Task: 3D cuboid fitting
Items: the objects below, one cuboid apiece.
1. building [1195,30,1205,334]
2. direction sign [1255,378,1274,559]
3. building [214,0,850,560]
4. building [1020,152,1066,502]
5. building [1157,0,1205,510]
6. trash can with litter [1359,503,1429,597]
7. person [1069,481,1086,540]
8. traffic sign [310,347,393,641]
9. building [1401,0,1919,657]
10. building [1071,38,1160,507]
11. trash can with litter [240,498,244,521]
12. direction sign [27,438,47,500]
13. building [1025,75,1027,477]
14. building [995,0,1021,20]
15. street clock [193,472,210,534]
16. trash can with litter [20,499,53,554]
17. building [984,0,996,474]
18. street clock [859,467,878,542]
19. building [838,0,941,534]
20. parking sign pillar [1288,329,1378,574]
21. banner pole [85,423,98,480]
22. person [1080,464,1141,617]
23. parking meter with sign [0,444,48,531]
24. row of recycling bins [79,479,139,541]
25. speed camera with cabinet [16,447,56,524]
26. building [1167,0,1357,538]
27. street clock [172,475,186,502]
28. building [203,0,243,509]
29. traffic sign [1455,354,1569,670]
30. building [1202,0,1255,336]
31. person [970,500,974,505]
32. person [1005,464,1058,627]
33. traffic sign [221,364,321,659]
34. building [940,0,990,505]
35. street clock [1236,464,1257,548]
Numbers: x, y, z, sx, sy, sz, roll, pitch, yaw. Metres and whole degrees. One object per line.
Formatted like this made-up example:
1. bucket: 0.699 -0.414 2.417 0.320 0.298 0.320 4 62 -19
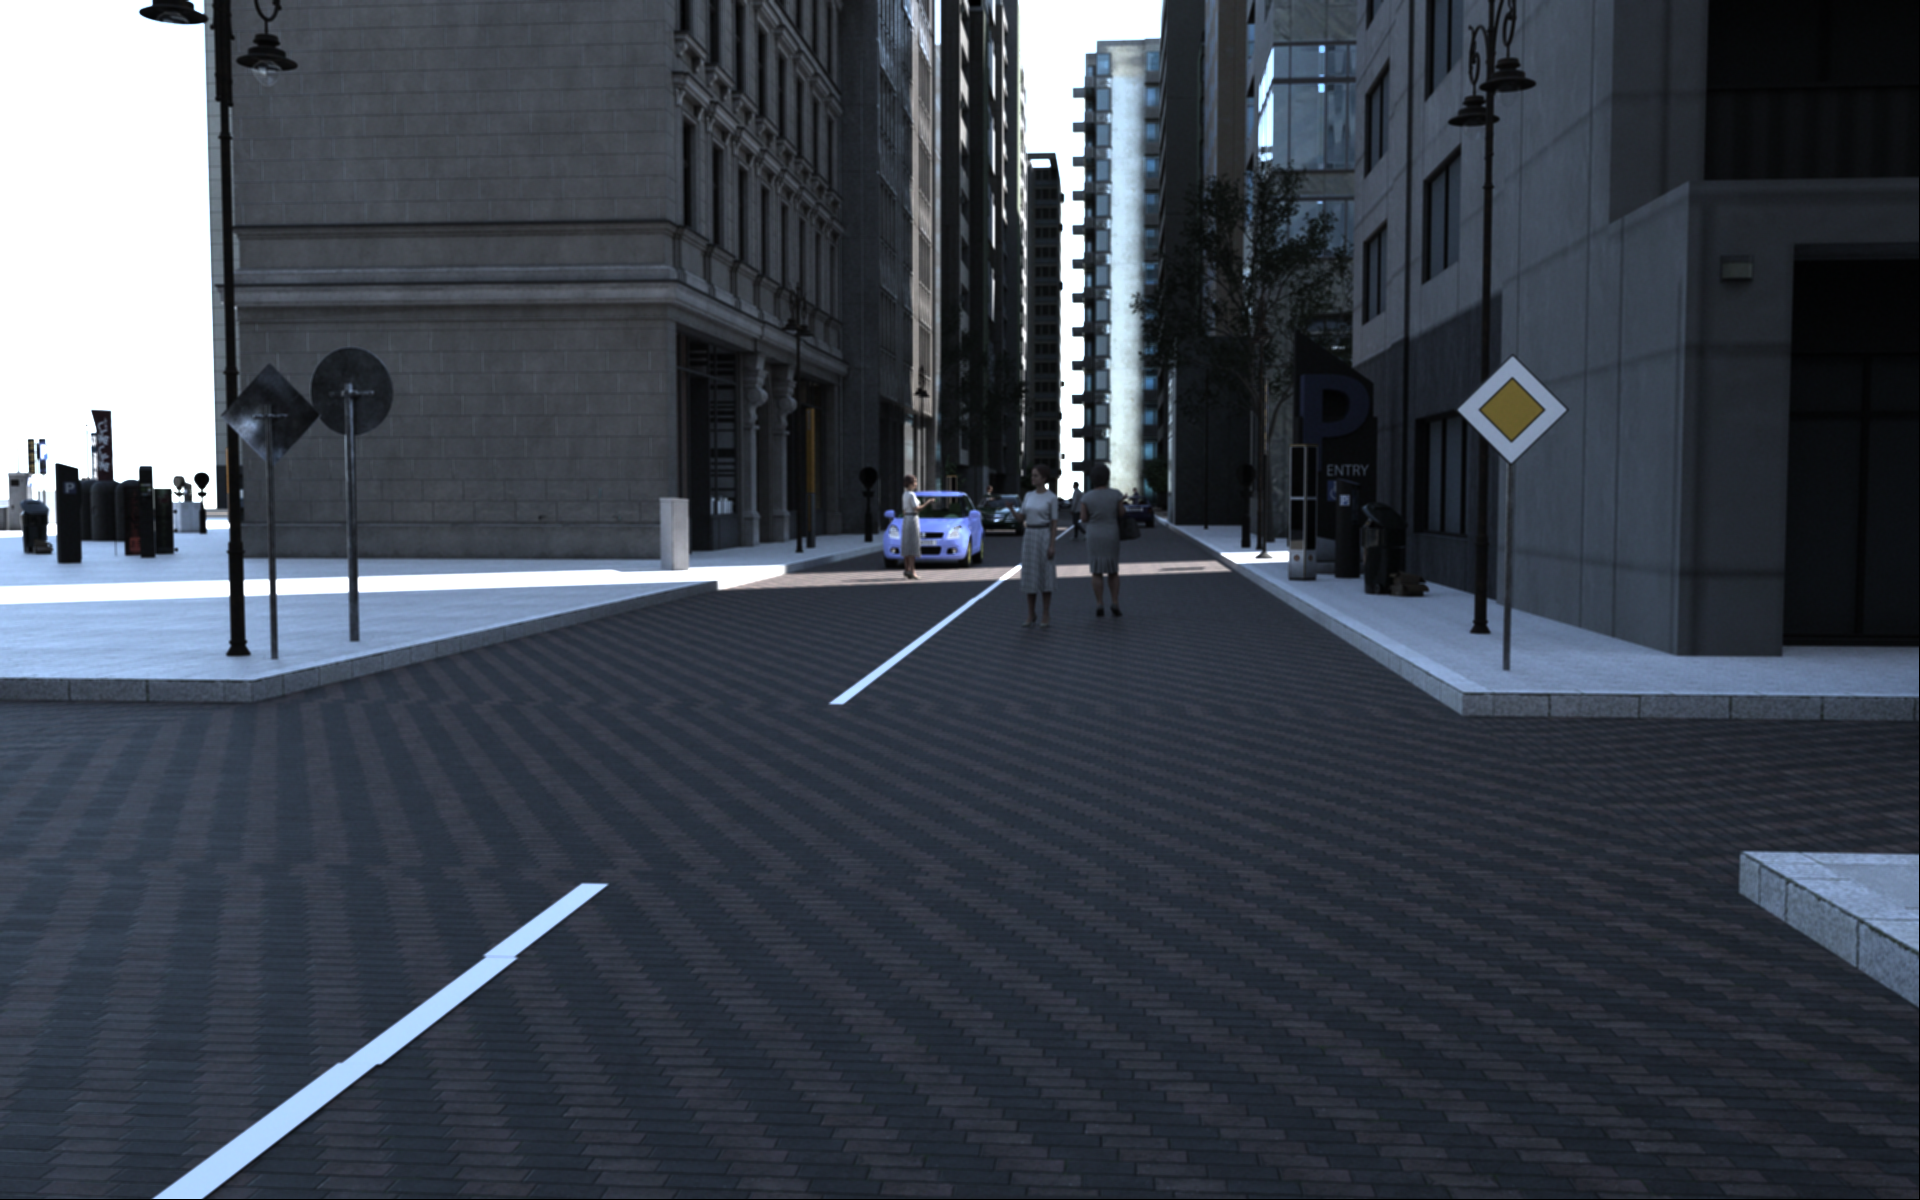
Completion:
1. building: 22.128 -20.768 111.250 14.160 30.474 14.107 0 4 5
2. direction sign: 6.043 -2.587 34.302 0.379 3.537 0.876 1 4 14
3. building: -9.927 -11.261 35.034 10.553 20.767 40.483 0 4 5
4. building: -0.747 -30.371 188.442 23.993 40.220 32.217 0 4 5
5. building: 28.101 -32.147 149.300 21.300 48.544 21.600 0 4 5
6. trash can with litter: 5.580 -0.654 22.078 0.624 1.170 1.055 -2 4 -25
7. person: 3.716 -2.783 53.842 0.795 1.843 0.661 2 4 34
8. traffic sign: -5.287 -0.914 15.044 0.768 2.556 0.104 1 4 9
9. building: 16.863 -35.629 20.782 20.611 71.187 20.563 0 4 5
10. building: 27.093 -34.408 182.171 30.456 49.044 23.786 0 4 5
11. trash can with litter: -23.023 -2.716 55.792 0.624 1.170 1.055 -1 4 -19
12. direction sign: -37.393 -4.785 70.231 0.876 3.537 0.379 1 4 12
13. building: -1.106 -28.868 155.582 14.086 41.232 14.154 0 4 5
14. building: -2.537 -27.802 138.156 14.154 41.232 14.086 0 4 5
15. street clock: -24.564 -3.155 56.153 0.471 2.002 0.358 -2 4 -34
16. trash can with litter: -19.858 -1.591 37.406 0.624 1.170 1.055 -3 5 -45
17. building: -11.743 -32.328 117.795 28.713 52.752 27.495 0 4 5
18. street clock: -2.453 -2.560 46.432 0.471 2.002 0.358 -1 4 -11
19. building: -7.704 -15.105 64.985 12.078 24.808 19.932 0 4 5
20. parking sign pillar: 6.123 -2.436 28.302 1.447 3.967 1.447 0 4 -2
21. banner pole: -30.917 -4.387 61.738 0.401 3.779 0.863 1 4 11
22. person: 1.769 -0.705 20.390 0.716 1.782 0.532 0 4 4
23. parking meter with sign: -32.737 -3.920 60.346 1.738 3.016 0.543 0 4 1
24. row of recycling bins: -23.692 -2.493 47.880 3.534 1.692 1.069 2 4 33
25. speed camera with cabinet: -39.448 -4.874 74.021 2.038 3.252 0.660 -2 4 -32
26. building: 19.488 -45.859 62.459 22.319 86.520 31.000 0 4 5
27. street clock: -30.041 -3.798 66.669 0.471 2.002 0.358 2 4 28
28. building: -53.171 -43.946 156.764 20.611 71.187 20.563 0 4 5
29. traffic sign: 3.977 -0.545 12.552 0.795 2.450 0.064 0 4 5
30. building: 20.941 -27.315 96.719 14.600 45.320 14.200 0 4 5
31. person: 0.237 -2.270 50.299 0.352 1.250 0.332 1 4 13
32. person: 0.790 -0.586 18.658 0.480 1.755 0.524 2 4 30
33. traffic sign: -5.328 -0.597 13.407 0.795 2.450 0.064 0 4 5
34. building: -5.865 -19.838 96.053 14.160 30.474 14.107 0 4 5
35. street clock: 6.854 -2.256 41.453 0.471 2.002 0.358 1 4 21
